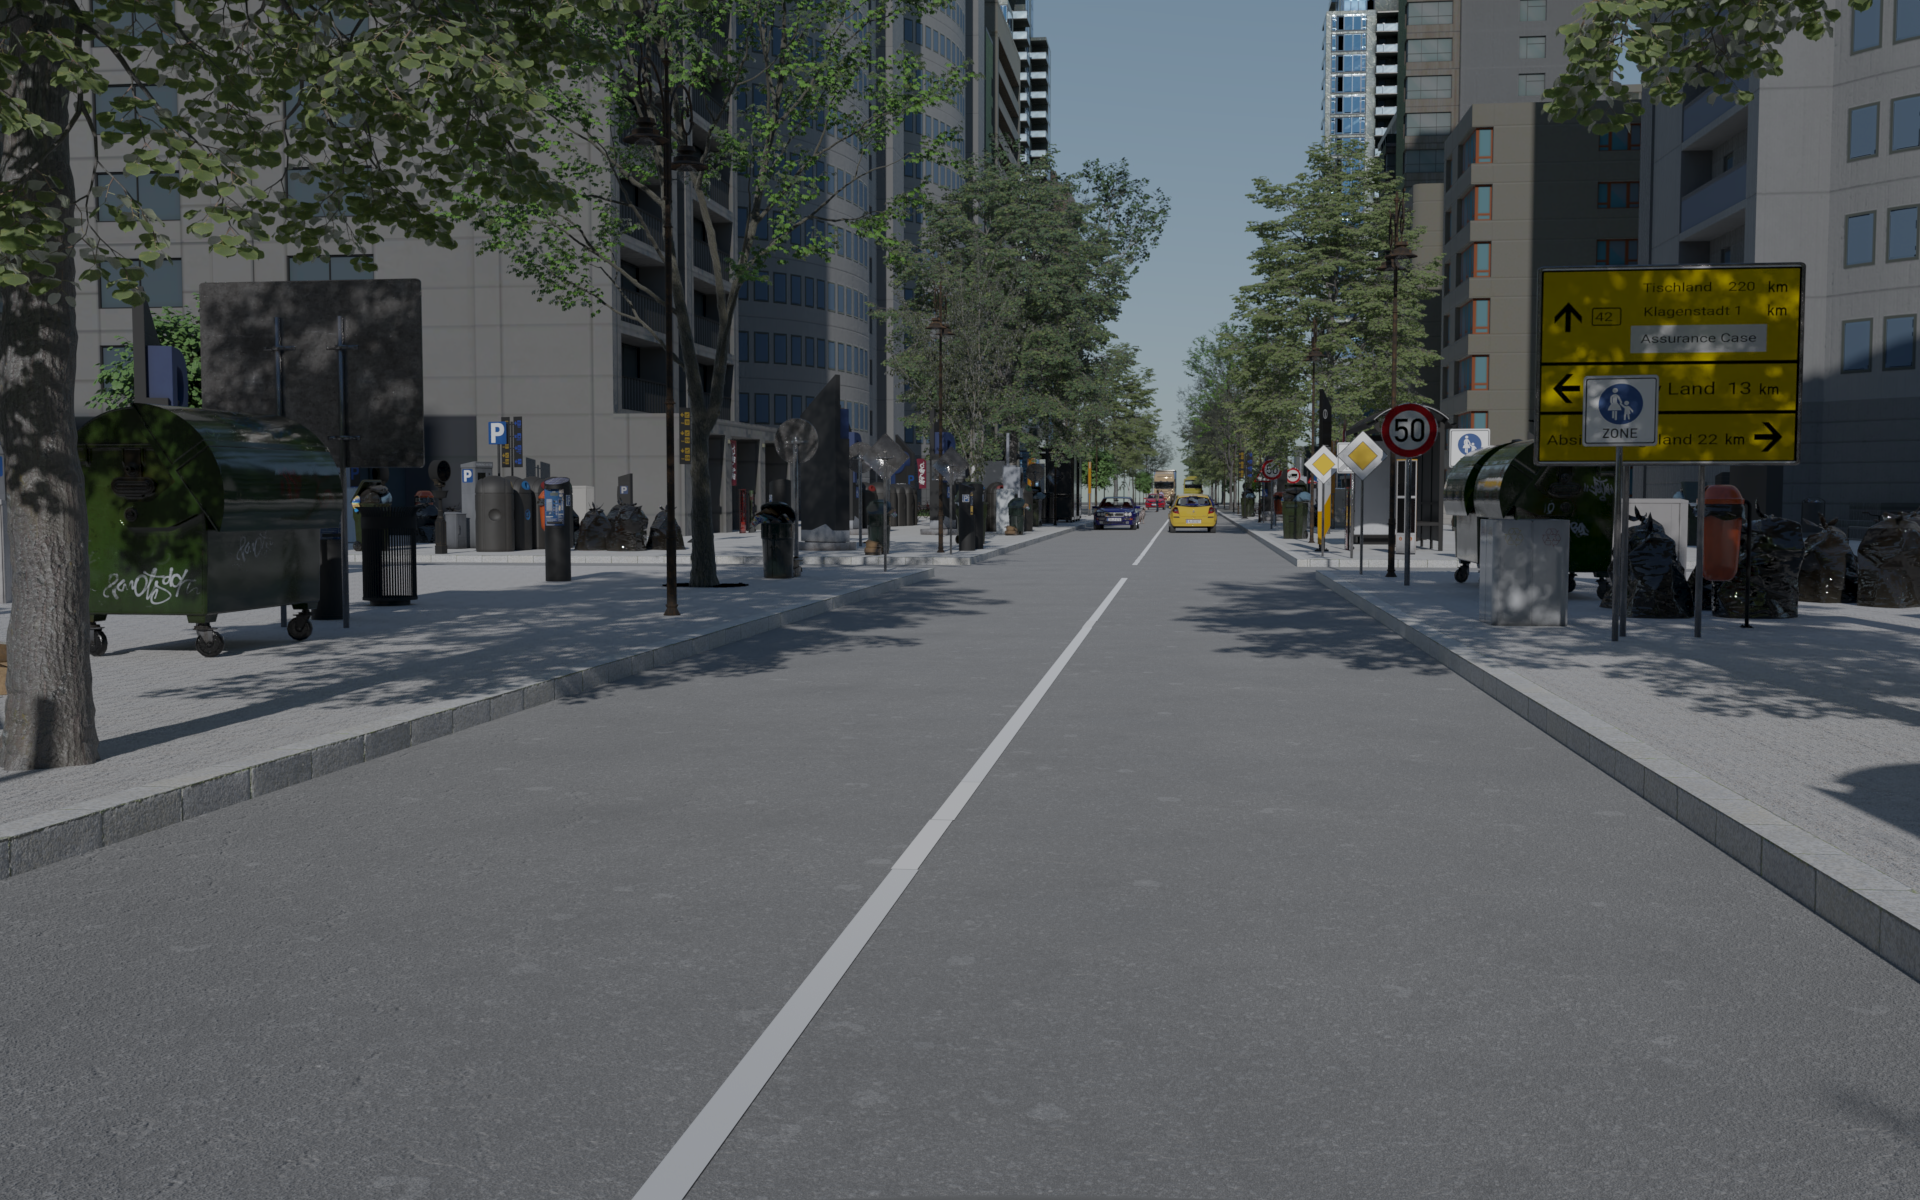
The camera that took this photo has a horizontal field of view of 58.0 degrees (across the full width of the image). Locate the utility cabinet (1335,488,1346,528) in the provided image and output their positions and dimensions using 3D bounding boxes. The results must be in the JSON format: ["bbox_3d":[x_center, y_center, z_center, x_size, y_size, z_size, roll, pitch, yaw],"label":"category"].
[{"bbox_3d":[14.090,-3.406,64.365,1.173,1.500,0.318,-1,4,-12],"label":"utility cabinet"}]

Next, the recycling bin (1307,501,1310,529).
[{"bbox_3d":[12.599,-3.154,64.128,0.722,1.027,0.722,2,4,29],"label":"recycling bin"}]

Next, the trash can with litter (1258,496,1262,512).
[{"bbox_3d":[19.445,-6.013,109.699,1.055,1.170,0.624,-1,4,-15],"label":"trash can with litter"}]

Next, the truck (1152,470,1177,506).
[{"bbox_3d":[23.979,-13.065,202.521,2.839,4.237,11.283,1,4,8],"label":"truck"}]

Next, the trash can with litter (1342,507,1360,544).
[{"bbox_3d":[10.432,-2.036,44.681,1.055,1.170,0.624,-1,4,-14],"label":"trash can with litter"}]

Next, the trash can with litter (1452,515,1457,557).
[{"bbox_3d":[10.388,-1.430,34.768,0.624,1.170,1.055,-2,4,-27],"label":"trash can with litter"}]

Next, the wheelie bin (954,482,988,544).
[{"bbox_3d":[0.279,-2.235,44.446,0.980,1.594,0.693,3,4,38],"label":"wheelie bin"}]

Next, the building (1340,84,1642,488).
[{"bbox_3d":[51.905,-28.542,158.537,32.217,40.220,23.993,0,4,7],"label":"building"}]

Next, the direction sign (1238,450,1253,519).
[{"bbox_3d":[14.780,-5.979,89.753,0.876,3.537,0.379,-2,4,-26],"label":"direction sign"}]

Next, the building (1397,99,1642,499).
[{"bbox_3d":[38.252,-14.955,89.557,27.650,21.520,28.899,0,4,7],"label":"building"}]

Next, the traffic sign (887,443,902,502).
[{"bbox_3d":[-1.720,-2.530,41.469,0.768,2.556,0.104,1,4,16],"label":"traffic sign"}]

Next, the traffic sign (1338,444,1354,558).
[{"bbox_3d":[7.806,-1.978,34.462,0.606,2.300,0.079,1,4,11],"label":"traffic sign"}]

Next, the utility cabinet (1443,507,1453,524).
[{"bbox_3d":[20.517,-3.911,72.616,0.318,1.500,1.173,-2,4,-31],"label":"utility cabinet"}]

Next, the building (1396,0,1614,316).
[{"bbox_3d":[38.774,-27.092,126.541,14.154,41.232,14.086,0,4,7],"label":"building"}]

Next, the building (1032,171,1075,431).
[{"bbox_3d":[8.800,-36.341,244.280,14.600,45.320,14.200,0,4,7],"label":"building"}]

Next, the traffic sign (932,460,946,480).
[{"bbox_3d":[-0.549,-3.031,51.679,0.606,2.300,0.079,1,4,10],"label":"traffic sign"}]

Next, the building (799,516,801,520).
[{"bbox_3d":[-15.731,-33.809,94.783,21.231,58.520,28.212,0,4,7],"label":"building"}]

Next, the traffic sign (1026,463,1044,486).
[{"bbox_3d":[3.093,-4.368,71.529,0.768,2.556,0.104,1,4,12],"label":"traffic sign"}]

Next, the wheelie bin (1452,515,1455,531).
[{"bbox_3d":[17.367,-3.176,59.829,0.980,1.594,0.693,1,4,16],"label":"wheelie bin"}]

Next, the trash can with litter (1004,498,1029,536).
[{"bbox_3d":[1.743,-2.592,53.764,0.624,1.170,1.055,1,4,16],"label":"trash can with litter"}]

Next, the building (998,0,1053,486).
[{"bbox_3d":[1.424,-55.570,221.239,22.319,86.520,31.000,0,4,7],"label":"building"}]

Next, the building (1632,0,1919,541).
[{"bbox_3d":[37.580,-31.174,51.692,28.212,58.520,21.231,0,4,7],"label":"building"}]

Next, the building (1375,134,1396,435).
[{"bbox_3d":[40.885,-22.587,141.001,14.160,30.474,14.107,0,4,7],"label":"building"}]

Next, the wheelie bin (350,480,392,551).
[{"bbox_3d":[-13.192,-1.898,38.933,0.693,1.594,0.980,1,4,21],"label":"wheelie bin"}]

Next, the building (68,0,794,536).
[{"bbox_3d":[-17.117,-38.147,61.949,20.563,71.187,20.611,0,4,7],"label":"building"}]

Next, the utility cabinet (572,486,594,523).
[{"bbox_3d":[-10.304,-2.311,46.456,1.173,1.500,0.318,3,4,36],"label":"utility cabinet"}]

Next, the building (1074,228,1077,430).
[{"bbox_3d":[10.116,-35.179,258.770,14.154,41.232,14.086,0,4,7],"label":"building"}]

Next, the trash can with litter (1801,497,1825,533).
[{"bbox_3d":[20.451,-1.919,42.438,2.233,1.210,1.678,1,4,20],"label":"trash can with litter"}]

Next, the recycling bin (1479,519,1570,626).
[{"bbox_3d":[5.580,-0.282,17.158,0.722,1.027,0.722,0,4,6],"label":"recycling bin"}]

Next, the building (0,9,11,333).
[{"bbox_3d":[-55.071,-23.119,69.879,23.993,40.220,32.217,0,4,7],"label":"building"}]

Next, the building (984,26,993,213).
[{"bbox_3d":[-4.964,-28.403,147.983,14.154,41.232,14.086,0,4,7],"label":"building"}]

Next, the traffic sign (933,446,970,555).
[{"bbox_3d":[-0.189,-2.010,36.498,0.795,2.450,0.064,0,4,7],"label":"traffic sign"}]

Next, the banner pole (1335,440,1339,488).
[{"bbox_3d":[17.129,-5.470,79.455,0.863,3.779,0.401,-2,4,-35],"label":"banner pole"}]

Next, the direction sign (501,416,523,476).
[{"bbox_3d":[-13.117,-3.594,50.763,0.876,3.537,0.379,2,4,34],"label":"direction sign"}]

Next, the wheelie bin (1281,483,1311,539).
[{"bbox_3d":[9.591,-2.540,49.443,0.980,1.594,0.693,2,4,28],"label":"wheelie bin"}]

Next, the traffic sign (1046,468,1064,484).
[{"bbox_3d":[4.054,-4.452,73.979,0.795,2.450,0.064,1,4,17],"label":"traffic sign"}]

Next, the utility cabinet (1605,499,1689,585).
[{"bbox_3d":[9.466,-0.778,23.886,1.020,1.237,0.306,3,5,43],"label":"utility cabinet"}]

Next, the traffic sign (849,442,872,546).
[{"bbox_3d":[-2.437,-2.584,42.351,0.768,2.556,0.104,1,4,13],"label":"traffic sign"}]

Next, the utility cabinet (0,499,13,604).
[{"bbox_3d":[-11.712,-0.559,20.297,1.020,1.237,0.306,-1,4,-11],"label":"utility cabinet"}]

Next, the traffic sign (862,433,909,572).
[{"bbox_3d":[-1.232,-1.525,28.581,0.795,2.450,0.064,0,4,7],"label":"traffic sign"}]

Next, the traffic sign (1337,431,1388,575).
[{"bbox_3d":[6.394,-1.463,27.560,0.795,2.450,0.064,0,4,7],"label":"traffic sign"}]

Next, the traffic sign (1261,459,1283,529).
[{"bbox_3d":[11.405,-3.867,63.327,0.768,2.556,0.104,1,4,14],"label":"traffic sign"}]

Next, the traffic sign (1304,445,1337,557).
[{"bbox_3d":[7.437,-1.947,35.477,0.795,2.450,0.064,0,4,7],"label":"traffic sign"}]

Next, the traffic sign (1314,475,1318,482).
[{"bbox_3d":[15.854,-4.667,76.411,0.768,2.556,0.104,1,4,15],"label":"traffic sign"}]

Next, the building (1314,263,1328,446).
[{"bbox_3d":[64.638,-34.278,252.328,32.217,40.220,23.993,0,4,7],"label":"building"}]

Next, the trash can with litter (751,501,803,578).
[{"bbox_3d":[-2.780,-0.930,26.588,0.624,1.170,1.055,1,4,8],"label":"trash can with litter"}]

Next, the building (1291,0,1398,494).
[{"bbox_3d":[55.635,-55.764,224.415,22.319,86.520,31.000,0,4,7],"label":"building"}]

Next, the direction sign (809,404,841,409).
[{"bbox_3d":[-3.393,-3.163,43.719,0.876,3.537,0.379,-2,4,-30],"label":"direction sign"}]

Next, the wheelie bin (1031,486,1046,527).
[{"bbox_3d":[2.898,-3.691,68.254,0.980,1.594,0.693,1,4,16],"label":"wheelie bin"}]

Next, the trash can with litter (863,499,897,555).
[{"bbox_3d":[-1.710,-1.549,36.711,0.624,1.170,1.055,0,4,6],"label":"trash can with litter"}]

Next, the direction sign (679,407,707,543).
[{"bbox_3d":[-7.007,-3.278,45.595,0.876,3.537,0.379,-3,5,-43],"label":"direction sign"}]

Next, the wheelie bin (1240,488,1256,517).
[{"bbox_3d":[16.091,-5.434,96.749,0.693,1.594,0.980,-3,5,-42],"label":"wheelie bin"}]

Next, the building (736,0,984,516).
[{"bbox_3d":[-10.281,-35.771,126.862,21.231,58.520,28.212,0,4,7],"label":"building"}]

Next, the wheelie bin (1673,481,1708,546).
[{"bbox_3d":[18.224,-2.153,43.114,0.980,1.594,0.693,0,4,1],"label":"wheelie bin"}]

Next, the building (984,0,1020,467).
[{"bbox_3d":[-5.860,-33.185,166.275,21.300,48.544,21.600,0,4,7],"label":"building"}]
